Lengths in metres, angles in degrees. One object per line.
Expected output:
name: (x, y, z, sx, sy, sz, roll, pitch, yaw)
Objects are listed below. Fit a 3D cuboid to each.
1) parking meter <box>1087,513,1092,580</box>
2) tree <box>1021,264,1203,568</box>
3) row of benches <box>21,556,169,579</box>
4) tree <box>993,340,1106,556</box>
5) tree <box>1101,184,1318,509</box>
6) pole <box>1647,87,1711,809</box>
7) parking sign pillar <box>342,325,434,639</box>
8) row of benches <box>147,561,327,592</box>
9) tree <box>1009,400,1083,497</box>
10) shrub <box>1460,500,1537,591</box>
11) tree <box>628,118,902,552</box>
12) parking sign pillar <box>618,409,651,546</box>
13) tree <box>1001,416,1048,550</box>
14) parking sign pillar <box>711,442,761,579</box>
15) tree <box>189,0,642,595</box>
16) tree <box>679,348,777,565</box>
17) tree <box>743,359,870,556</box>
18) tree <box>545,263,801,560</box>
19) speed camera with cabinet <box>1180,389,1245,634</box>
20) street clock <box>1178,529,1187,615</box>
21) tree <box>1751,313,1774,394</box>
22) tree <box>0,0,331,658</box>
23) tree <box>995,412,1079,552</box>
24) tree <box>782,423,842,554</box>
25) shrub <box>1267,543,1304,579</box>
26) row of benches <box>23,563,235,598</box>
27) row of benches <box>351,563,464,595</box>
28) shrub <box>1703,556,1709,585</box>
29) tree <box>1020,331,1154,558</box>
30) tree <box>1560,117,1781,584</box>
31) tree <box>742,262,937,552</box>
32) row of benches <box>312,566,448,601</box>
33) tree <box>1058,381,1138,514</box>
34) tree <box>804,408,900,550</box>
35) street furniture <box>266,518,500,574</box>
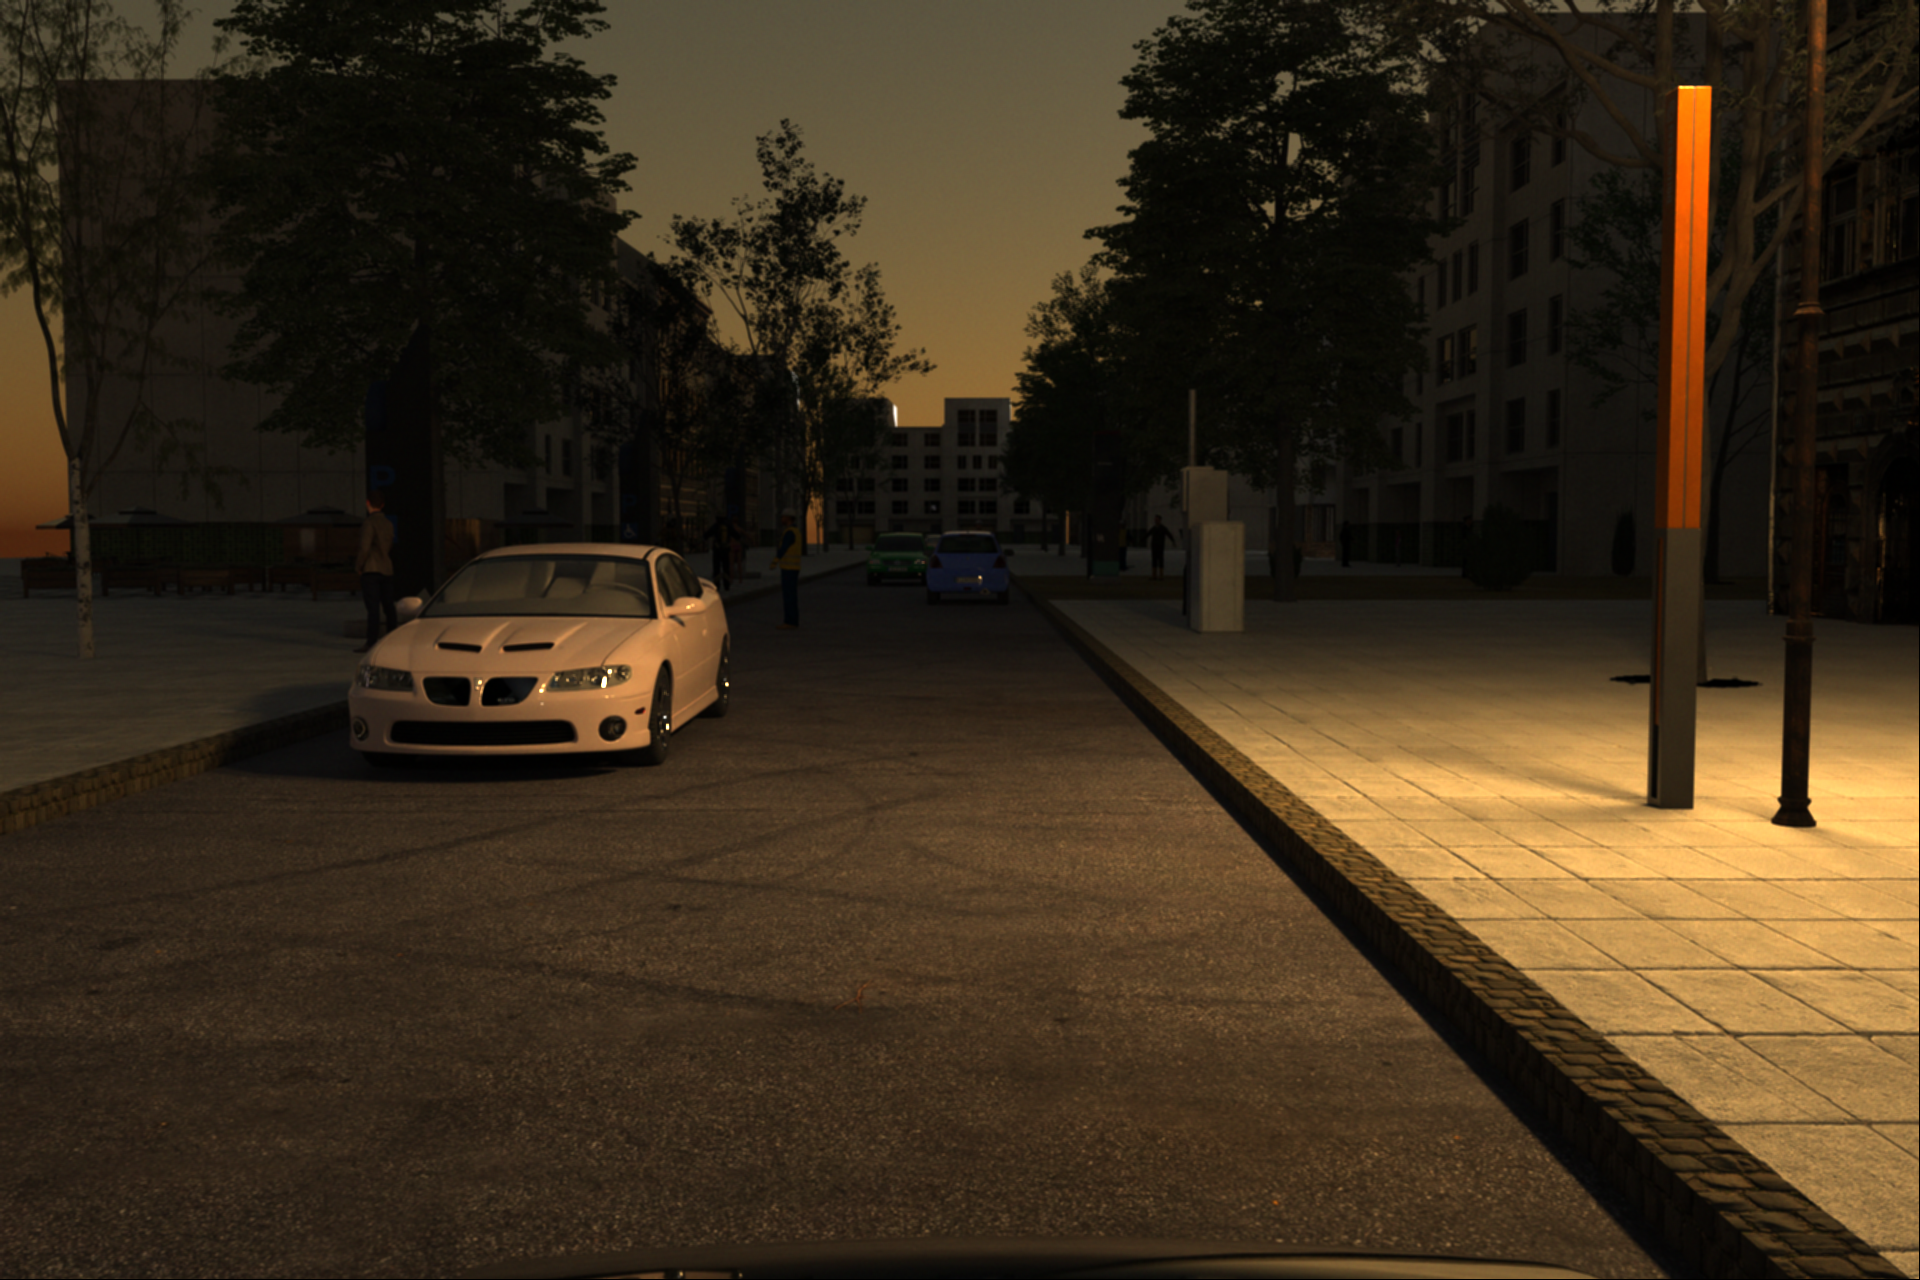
parking meter: (3.768, -2.620, 48.543, 0.399, 1.863, 0.255, 0, 4, 0)
tree: (6.110, -8.602, 66.393, 9.928, 11.665, 9.643, 0, 3, 0)
row of benches: (-24.564, -2.079, 49.449, 4.104, 0.672, 1.422, 0, 4, -2)
tree: (5.777, -11.229, 101.716, 7.486, 12.596, 7.792, 0, 3, 0)
tree: (7.710, -8.277, 53.462, 7.486, 12.596, 7.792, 0, 3, 0)
pole: (3.344, -0.869, 8.055, 0.158, 3.312, 0.155, 0, 3, 0)
parking sign pillar: (-7.038, -2.036, 21.758, 1.447, 3.967, 1.447, 0, 4, 0)
row of benches: (-16.257, -1.424, 38.739, 4.104, 0.672, 1.422, 0, 4, 7)
tree: (6.428, -10.892, 112.501, 8.767, 10.594, 7.601, 3, 5, 42)
shrub: (12.120, -2.140, 39.027, 1.661, 2.075, 1.752, 0, 3, 0)
tree: (-9.195, -13.814, 81.748, 12.611, 20.169, 13.585, 0, 3, 0)
parking sign pillar: (-6.918, -2.961, 36.891, 1.447, 3.967, 1.447, 0, 4, 0)
tree: (6.773, -12.937, 137.281, 9.928, 11.665, 9.643, 0, 3, 0)
parking sign pillar: (-6.483, -3.769, 50.101, 1.447, 3.967, 1.447, 0, 4, 0)
tree: (-9.027, -6.779, 28.961, 7.486, 12.596, 7.792, 0, 3, 0)
tree: (-9.544, -7.287, 69.508, 4.737, 8.622, 4.395, 0, 3, 0)
tree: (-9.004, -10.761, 101.692, 9.928, 11.665, 9.643, 0, 3, 0)
tree: (-9.631, -7.639, 59.304, 8.767, 10.594, 7.601, -1, 4, -22)
speed camera with cabinet: (3.365, -1.759, 23.090, 0.660, 3.252, 2.038, 0, 4, 0)
street clock: (3.622, -1.391, 27.318, 0.358, 2.002, 0.471, 0, 4, 1)
tree: (20.484, -7.185, 35.598, 7.486, 12.596, 7.792, 0, 3, 0)
tree: (-9.238, -4.131, 17.909, 4.360, 8.622, 3.978, 0, 3, 0)
tree: (5.860, -11.574, 123.653, 7.601, 10.594, 8.767, -2, 4, -30)
tree: (-8.847, -9.796, 110.521, 4.360, 8.622, 3.978, 0, 3, 0)
shrub: (8.758, -2.167, 46.555, 1.383, 1.207, 1.383, 0, 3, 0)
row of benches: (-17.165, -1.259, 36.055, 4.104, 0.672, 1.422, -2, 4, -30)
row of benches: (-10.987, -1.288, 36.522, 4.104, 0.672, 1.422, 1, 4, 12)
shrub: (16.198, -1.683, 38.633, 1.383, 1.207, 1.383, 0, 3, 0)
tree: (6.841, -10.617, 91.713, 7.486, 12.596, 7.792, 0, 3, 0)
tree: (19.260, -7.245, 44.216, 9.928, 11.665, 9.643, 0, 3, 0)
tree: (-8.436, -16.198, 120.730, 12.611, 20.169, 13.585, 0, 3, 0)
row of benches: (-10.595, -1.146, 34.192, 4.104, 0.672, 1.422, -1, 4, -20)
tree: (6.272, -8.179, 84.084, 4.360, 8.622, 3.978, 0, 3, 0)
tree: (-8.520, -12.891, 136.517, 9.928, 11.665, 9.643, 0, 3, 0)
street furniture: (-15.628, -2.622, 49.728, 11.010, 1.723, 9.812, 0, 4, 1)
